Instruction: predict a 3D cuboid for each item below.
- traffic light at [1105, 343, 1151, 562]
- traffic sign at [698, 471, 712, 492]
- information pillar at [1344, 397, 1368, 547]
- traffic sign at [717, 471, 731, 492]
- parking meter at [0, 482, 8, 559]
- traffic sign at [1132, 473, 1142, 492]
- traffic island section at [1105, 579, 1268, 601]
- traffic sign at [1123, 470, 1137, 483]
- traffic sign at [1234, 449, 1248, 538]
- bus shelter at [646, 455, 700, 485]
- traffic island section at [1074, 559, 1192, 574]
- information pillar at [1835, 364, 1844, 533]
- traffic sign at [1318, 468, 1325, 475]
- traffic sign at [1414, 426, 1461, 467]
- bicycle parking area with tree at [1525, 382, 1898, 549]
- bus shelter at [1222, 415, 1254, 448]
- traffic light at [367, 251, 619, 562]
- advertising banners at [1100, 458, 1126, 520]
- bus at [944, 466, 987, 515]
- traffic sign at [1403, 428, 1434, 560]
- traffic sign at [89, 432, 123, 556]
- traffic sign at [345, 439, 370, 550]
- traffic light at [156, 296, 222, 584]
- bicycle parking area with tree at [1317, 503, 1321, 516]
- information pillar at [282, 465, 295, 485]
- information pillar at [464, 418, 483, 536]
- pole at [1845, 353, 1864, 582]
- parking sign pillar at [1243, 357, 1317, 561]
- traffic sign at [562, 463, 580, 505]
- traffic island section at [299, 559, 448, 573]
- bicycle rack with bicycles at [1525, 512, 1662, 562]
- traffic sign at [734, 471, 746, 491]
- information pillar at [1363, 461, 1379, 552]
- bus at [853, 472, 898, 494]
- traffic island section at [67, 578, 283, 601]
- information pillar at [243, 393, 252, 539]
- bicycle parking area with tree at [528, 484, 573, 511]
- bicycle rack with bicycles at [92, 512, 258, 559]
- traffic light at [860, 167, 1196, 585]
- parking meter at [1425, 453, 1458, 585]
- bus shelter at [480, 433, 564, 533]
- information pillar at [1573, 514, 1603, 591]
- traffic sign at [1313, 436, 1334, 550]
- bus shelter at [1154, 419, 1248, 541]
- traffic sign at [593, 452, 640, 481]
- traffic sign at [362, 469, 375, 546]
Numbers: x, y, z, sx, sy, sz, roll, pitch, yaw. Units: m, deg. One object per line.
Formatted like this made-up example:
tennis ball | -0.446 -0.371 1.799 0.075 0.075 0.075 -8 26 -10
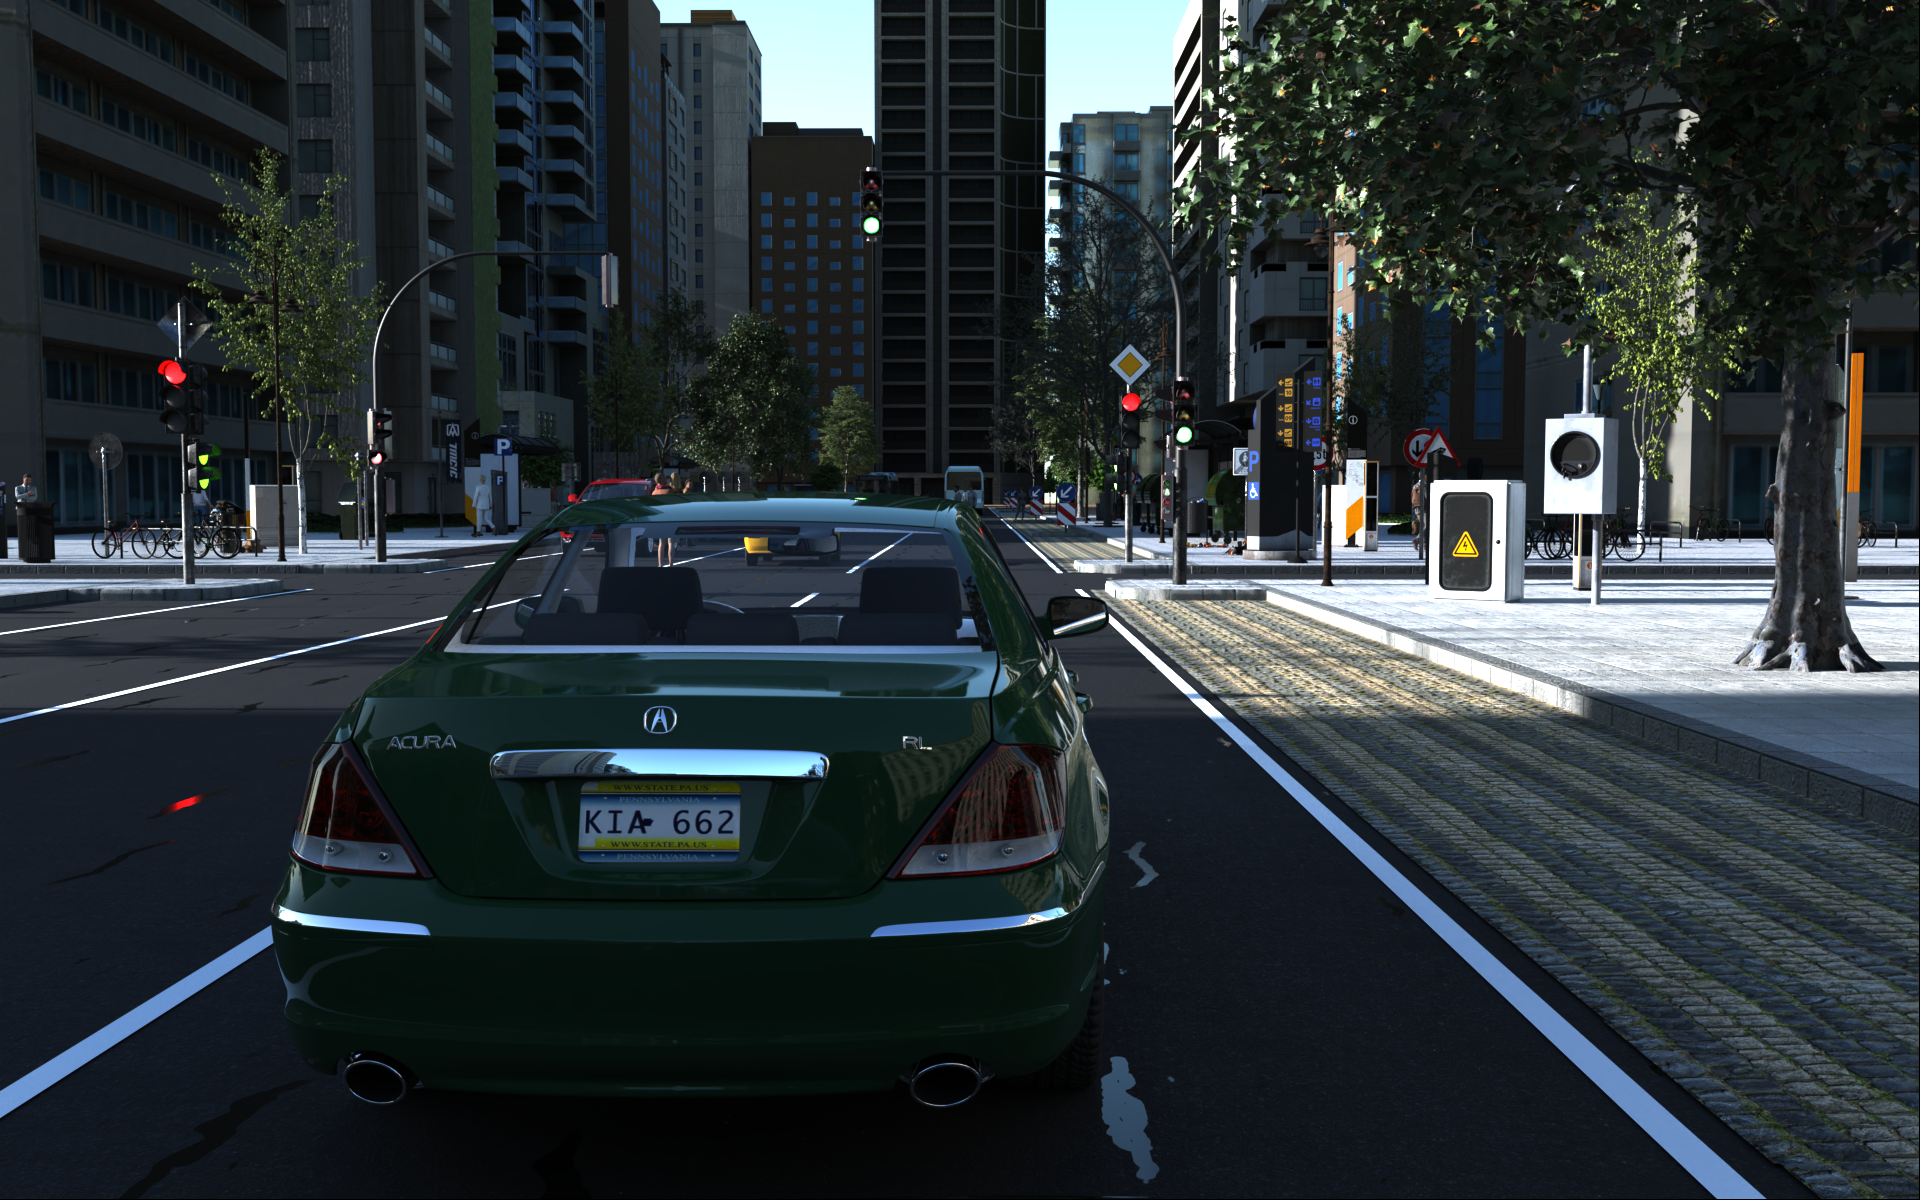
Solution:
traffic light | 3.154 -2.663 32.466 0.839 4.253 0.868 0 4 0
traffic sign | -14.307 -5.940 97.225 0.768 2.556 0.104 0 4 4
information pillar | 9.524 -3.076 41.653 0.504 3.616 0.183 1 4 15
traffic sign | -13.168 -5.910 96.735 0.768 2.556 0.104 0 4 1
parking meter | -19.134 -1.588 34.377 0.372 1.533 0.369 0 3 0
traffic sign | 10.594 -6.368 104.217 0.768 2.556 0.104 1 4 9
traffic island section | 3.129 -0.141 24.594 2.009 0.180 2.903 0 4 0
traffic sign | 8.486 -5.316 87.014 0.768 2.556 0.104 0 4 4
traffic sign | 6.371 -2.225 38.503 0.606 2.300 0.079 0 4 3
bus shelter | -15.358 -6.050 92.845 2.014 3.302 5.546 0 4 1
traffic island section | 3.194 -0.630 32.579 2.009 0.180 2.903 0 4 0
information pillar | 16.028 -2.455 31.501 0.504 3.616 0.183 -2 4 -28
traffic sign | 10.173 -3.052 50.006 0.768 2.556 0.104 0 4 5
traffic sign | 9.197 -2.043 33.405 0.884 2.594 0.081 0 4 5
bicycle parking area with tree | 18.894 -3.500 44.232 8.231 4.147 9.016 1 4 13
bus shelter | 9.237 -3.891 54.903 1.731 3.624 6.357 0 4 1
traffic light | -8.814 -3.542 32.581 4.771 5.953 1.251 0 4 0
advertising banners | 7.537 -5.449 85.283 2.074 3.025 0.090 -2 4 -31
bus | 0.371 -7.671 120.281 2.948 3.499 13.247 0 4 1
traffic sign | 9.007 -2.058 33.755 0.768 2.556 0.104 0 4 4
traffic sign | -17.640 -2.181 35.759 0.768 2.556 0.104 1 4 9
traffic sign | -13.797 -2.427 39.793 0.768 2.556 0.104 1 4 9
traffic light | -10.972 -2.181 24.578 0.839 4.253 0.868 0 4 0
bicycle parking area with tree | 15.528 -6.062 86.111 8.231 4.147 9.016 -1 4 -20
information pillar | -17.150 -2.432 44.253 0.304 2.012 0.304 -1 4 -12
information pillar | -14.903 -3.772 53.024 0.504 3.616 0.183 -1 4 -19
pole | 12.998 -1.917 25.185 0.158 3.312 0.155 0 3 0
parking sign pillar | 6.294 -2.782 33.959 1.447 3.967 1.447 -2 4 -26
traffic sign | -12.597 -3.301 56.107 0.606 2.300 0.079 0 4 1
traffic island section | -10.947 -0.637 32.698 2.009 0.180 2.903 0 4 0
bicycle rack with bicycles | 12.011 -1.231 33.502 2.925 0.926 2.852 -1 4 -13
traffic sign | -12.324 -5.916 96.825 0.768 2.556 0.104 0 4 2
information pillar | 9.187 -2.094 38.734 0.304 2.012 0.304 0 4 6
bus | -6.780 -9.020 142.336 2.948 3.499 13.247 0 4 2
traffic island section | -11.011 -0.149 24.713 2.009 0.180 2.903 0 4 0
information pillar | -16.623 -3.001 40.420 0.183 3.616 0.504 -1 4 -19
bicycle parking area with tree | -24.090 -6.854 99.064 9.016 4.147 8.231 0 4 8
bicycle rack with bicycles | -15.469 -1.309 34.786 2.925 0.926 2.852 2 4 25
traffic light | 0.997 -3.039 24.356 4.771 5.953 1.251 0 4 0
parking meter | 6.830 -1.152 24.554 0.399 1.863 0.255 -2 4 -26
bus shelter | -15.352 -4.040 59.985 2.014 3.302 5.546 0 4 0
information pillar | 8.347 -1.132 23.001 0.304 2.012 0.304 0 4 5
traffic sign | 7.662 -2.277 37.331 0.768 2.556 0.104 0 4 3
bus shelter | 6.824 -3.407 49.636 2.014 3.302 5.546 0 4 1
traffic sign | -16.613 -5.502 83.832 2.265 3.308 0.079 0 4 3
traffic sign | -14.665 -2.608 42.748 0.768 2.556 0.104 1 4 8
